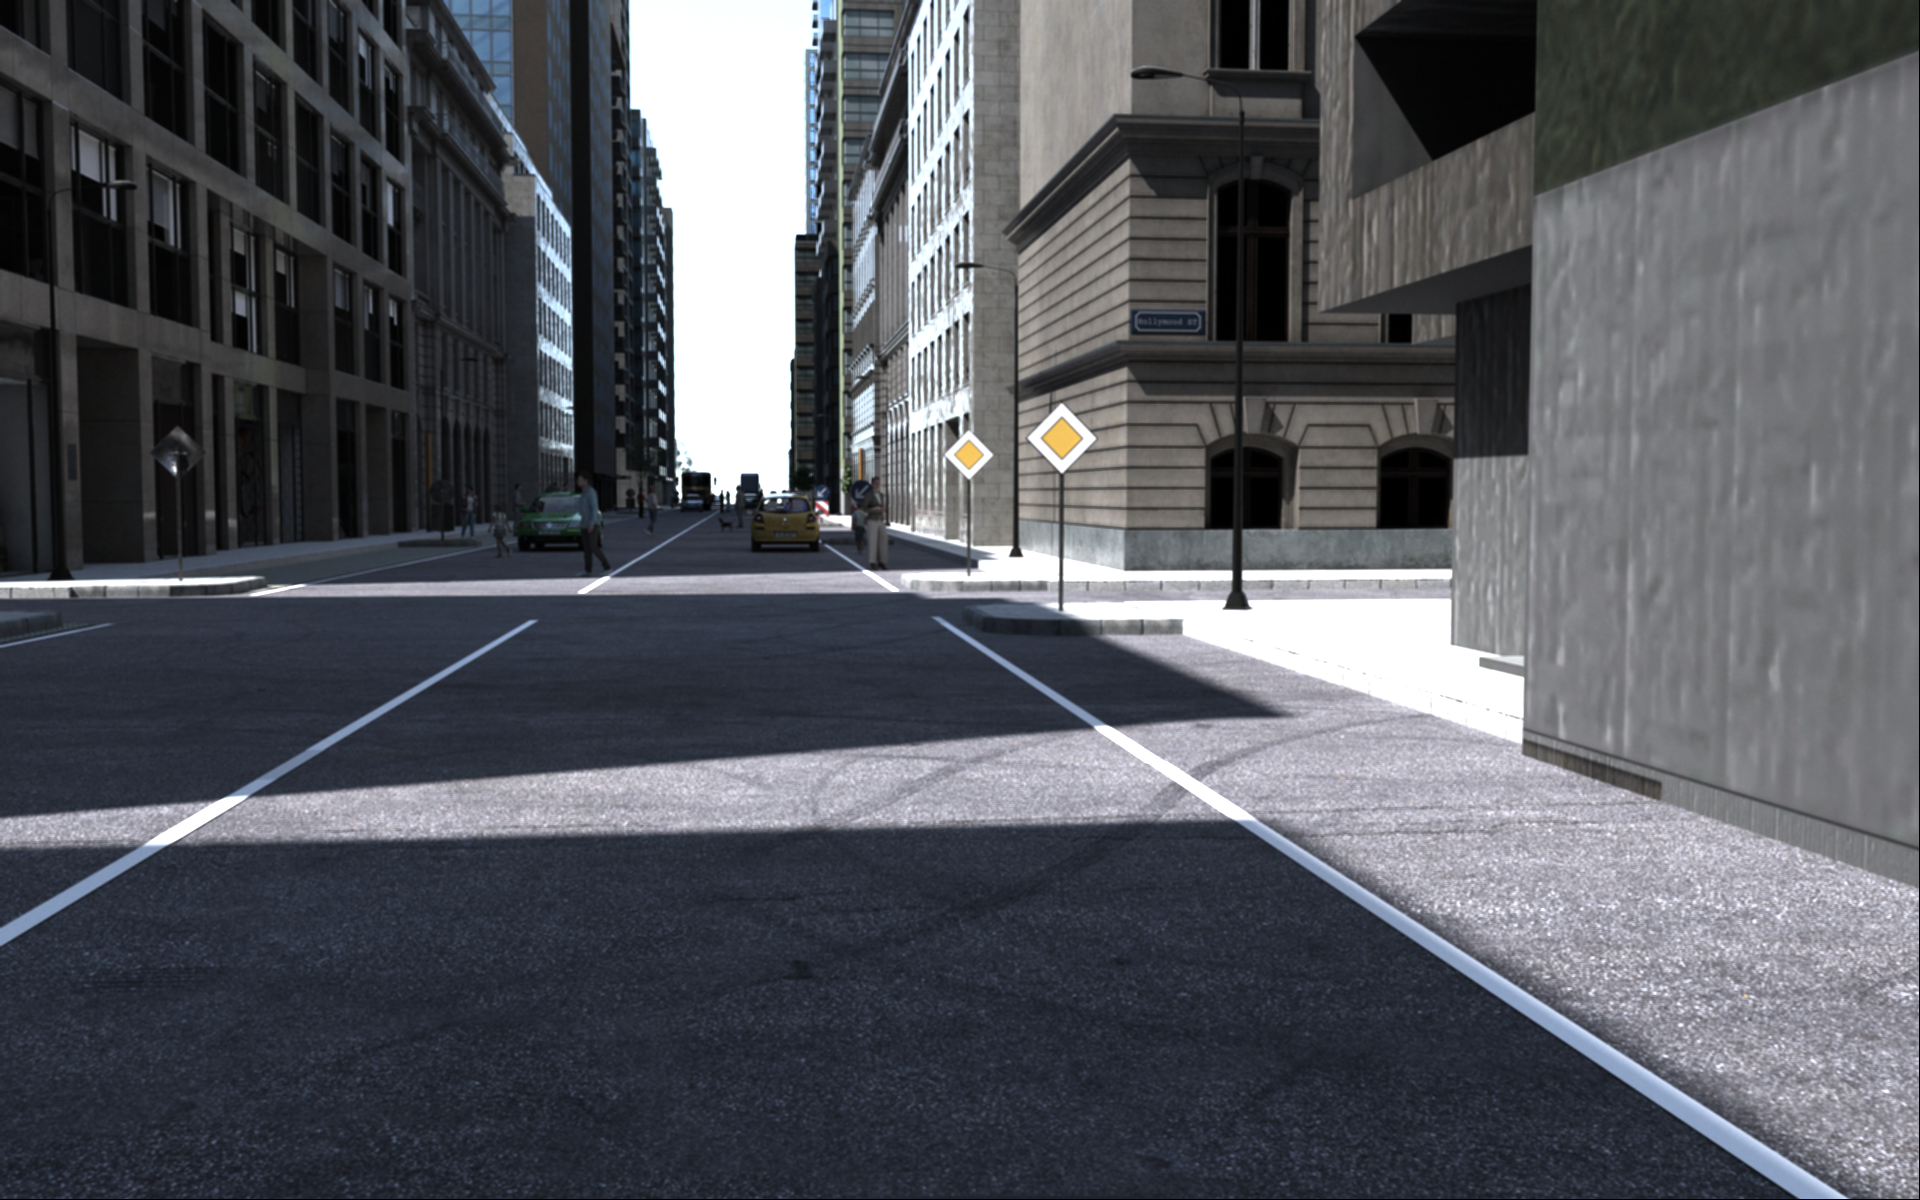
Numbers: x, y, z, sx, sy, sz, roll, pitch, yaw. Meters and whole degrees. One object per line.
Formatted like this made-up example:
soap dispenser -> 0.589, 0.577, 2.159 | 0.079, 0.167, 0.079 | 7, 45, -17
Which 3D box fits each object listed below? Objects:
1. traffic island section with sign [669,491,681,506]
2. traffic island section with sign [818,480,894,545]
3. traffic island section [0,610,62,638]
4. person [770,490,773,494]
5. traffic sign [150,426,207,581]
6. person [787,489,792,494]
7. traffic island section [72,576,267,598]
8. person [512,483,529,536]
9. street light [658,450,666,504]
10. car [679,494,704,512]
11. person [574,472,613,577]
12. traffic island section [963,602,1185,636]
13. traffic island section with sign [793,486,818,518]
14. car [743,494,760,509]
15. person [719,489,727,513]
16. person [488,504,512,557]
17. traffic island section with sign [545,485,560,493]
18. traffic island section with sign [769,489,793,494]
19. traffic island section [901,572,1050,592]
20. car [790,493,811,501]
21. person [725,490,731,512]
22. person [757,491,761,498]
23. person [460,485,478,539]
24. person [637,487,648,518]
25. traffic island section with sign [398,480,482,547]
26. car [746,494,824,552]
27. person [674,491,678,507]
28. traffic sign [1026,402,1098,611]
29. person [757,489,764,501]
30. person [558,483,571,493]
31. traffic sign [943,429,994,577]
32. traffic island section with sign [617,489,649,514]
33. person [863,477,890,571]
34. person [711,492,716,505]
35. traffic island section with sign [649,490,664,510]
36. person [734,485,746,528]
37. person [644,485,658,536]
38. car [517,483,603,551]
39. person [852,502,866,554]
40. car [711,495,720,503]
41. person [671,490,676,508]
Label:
traffic island section with sign -> -33.597, -12.067, 205.921 | 1.989, 1.847, 2.006 | 0, 4, -7
traffic island section with sign -> -2.963, -2.507, 49.619 | 1.989, 1.847, 2.006 | 0, 4, -7
traffic island section -> -10.528, 0.287, 17.586 | 2.009, 0.180, 2.903 | 0, 4, -7
person -> -19.163, -10.345, 177.506 | 0.599, 1.838, 0.709 | 2, 4, 27
traffic sign -> -11.475, -1.334, 25.453 | 0.795, 2.450, 0.064 | 0, 4, -7
person -> -10.473, -6.035, 107.687 | 0.721, 1.766, 1.217 | -1, 4, -14
traffic island section -> -11.498, -0.198, 25.512 | 2.009, 0.180, 2.903 | 0, 4, -7
person -> -14.806, -3.038, 58.369 | 0.583, 1.804, 0.606 | -1, 4, -18
street light -> -32.279, -12.910, 183.622 | 1.470, 5.913, 1.316 | 0, 4, -7
car -> -21.591, -7.791, 139.379 | 2.014, 1.417, 4.499 | -1, 4, -9
person -> -6.357, -1.315, 30.014 | 0.620, 1.820, 0.660 | -2, 4, -32
traffic island section -> 1.128, 0.201, 19.002 | 2.009, 0.180, 2.903 | 0, 4, -7
traffic island section with sign -> -6.236, -4.144, 76.375 | 1.989, 1.847, 2.006 | 0, 4, -7
car -> -17.763, -8.221, 146.206 | 2.131, 1.459, 4.920 | 0, 4, -8
person -> -18.288, -7.628, 133.350 | 0.705, 1.807, 1.348 | 1, 4, 13
person -> -10.430, -1.573, 39.230 | 0.382, 1.210, 0.505 | 3, 5, 40
traffic island section with sign -> -17.530, -4.040, 74.686 | 1.989, 1.847, 2.006 | 0, 4, -7
traffic island section with sign -> -15.610, -8.828, 152.962 | 1.989, 1.847, 2.006 | 0, 4, -7
traffic island section -> 0.157, -0.284, 26.928 | 2.009, 0.180, 2.903 | 0, 4, -7
car -> -10.975, -6.544, 116.590 | 1.945, 1.707, 3.694 | 0, 4, -8
person -> -18.578, -7.917, 138.614 | 0.621, 1.740, 0.551 | -3, 4, -36
person -> -19.997, -9.957, 172.031 | 0.721, 1.736, 1.217 | 2, 4, 35
person -> -15.438, -2.761, 54.483 | 0.563, 1.720, 0.643 | -2, 4, -27
person -> -18.893, -5.771, 102.794 | 0.705, 1.831, 1.348 | 1, 4, 15
traffic island section with sign -> -14.188, -2.371, 47.396 | 1.989, 1.847, 2.006 | 0, 4, -7
car -> -4.490, -2.094, 44.466 | 2.015, 1.641, 3.980 | 0, 4, -6
person -> -30.974, -10.944, 188.227 | 0.721, 1.735, 1.217 | -3, 4, -36
traffic sign -> 1.105, -0.935, 18.922 | 0.795, 2.450, 0.064 | 0, 4, -7
person -> -14.308, -7.108, 124.677 | 0.705, 1.831, 1.348 | -2, 4, -27
person -> -14.490, -3.379, 63.616 | 0.638, 1.841, 0.748 | 0, 4, 4
traffic sign -> 0.135, -1.419, 26.848 | 0.795, 2.450, 0.064 | 0, 4, -7
traffic island section with sign -> -23.624, -7.086, 124.481 | 1.989, 1.847, 2.006 | 0, 4, -7
person -> -1.552, -1.429, 32.420 | 0.519, 1.759, 0.362 | -3, 5, -43
person -> -31.298, -12.863, 219.368 | 0.990, 1.755, 0.434 | 2, 4, 28
traffic island section with sign -> -26.951, -8.743, 151.583 | 1.989, 1.847, 2.006 | 0, 4, -7
person -> -9.438, -4.011, 74.180 | 0.391, 1.810, 0.635 | 1, 4, 17
person -> -10.635, -3.089, 59.685 | 0.731, 1.740, 0.598 | 3, 4, 39
car -> -10.389, -2.223, 45.141 | 1.959, 1.807, 4.718 | 0, 4, -5
person -> -2.425, -1.731, 41.485 | 0.332, 1.250, 0.352 | 1, 4, 11
car -> -33.363, -13.751, 237.192 | 2.083, 1.381, 4.827 | 0, 4, -5
person -> -28.919, -10.195, 175.053 | 0.599, 1.838, 0.709 | 0, 4, 5
